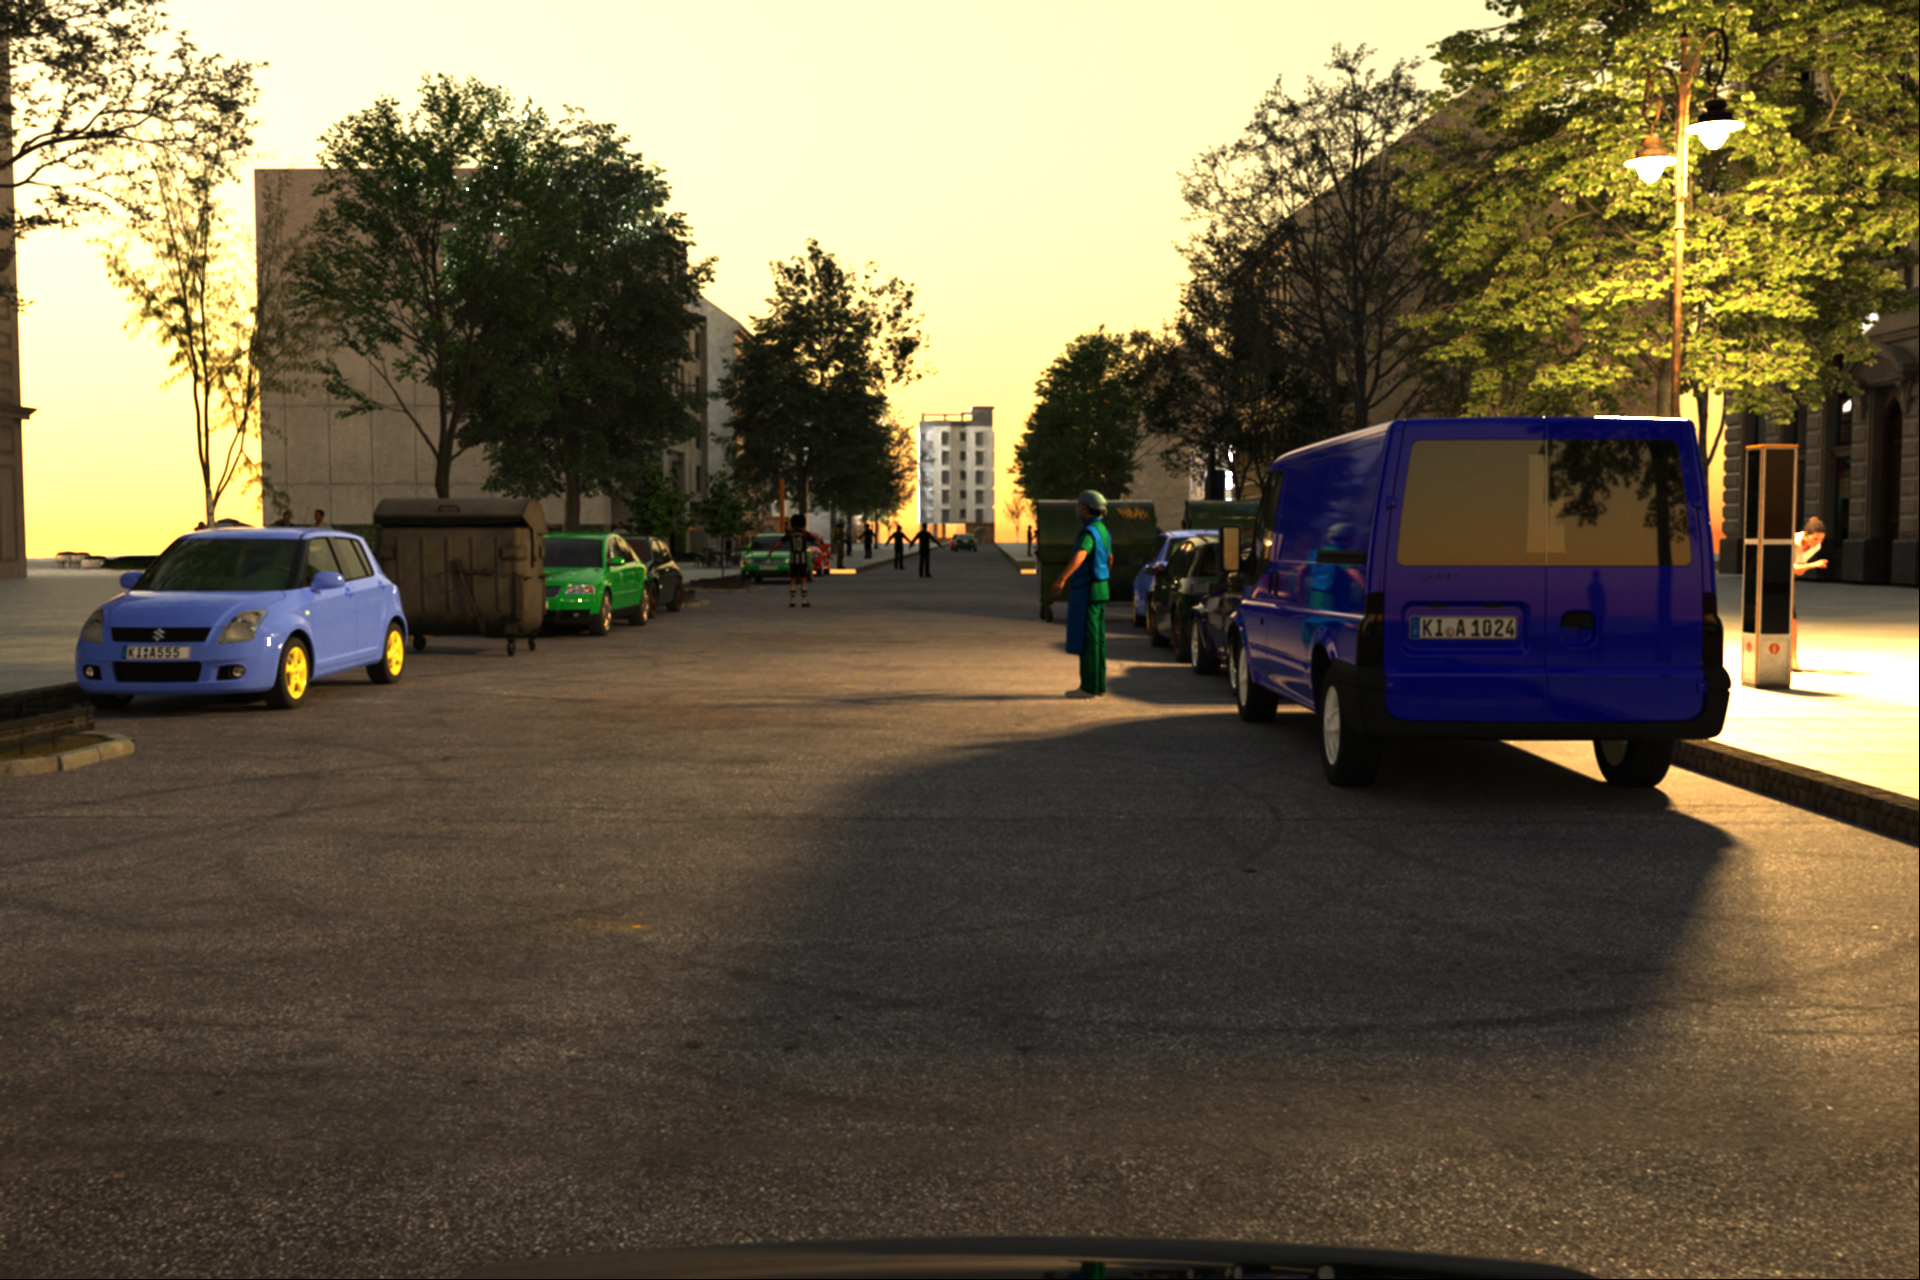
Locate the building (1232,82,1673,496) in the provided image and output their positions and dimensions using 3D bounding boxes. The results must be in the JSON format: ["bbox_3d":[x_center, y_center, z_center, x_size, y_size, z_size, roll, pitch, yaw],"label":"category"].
[{"bbox_3d":[25.358,-16.042,93.215,19.493,23.208,18.063,0,4,0],"label":"building"}]

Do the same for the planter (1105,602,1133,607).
[{"bbox_3d":[3.652,-0.849,35.019,1.991,0.319,1.994,0,4,1],"label":"planter"}]

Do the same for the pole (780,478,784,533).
[{"bbox_3d":[-6.482,-4.236,63.100,0.158,3.312,0.155,0,3,0],"label":"pole"}]

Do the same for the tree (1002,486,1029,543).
[{"bbox_3d":[8.905,-19.006,261.112,4.360,8.622,3.978,0,3,0],"label":"tree"}]

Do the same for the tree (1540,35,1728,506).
[{"bbox_3d":[28.029,-12.960,67.786,12.611,20.169,13.585,0,3,0],"label":"tree"}]

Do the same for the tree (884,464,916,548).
[{"bbox_3d":[-6.535,-13.080,164.222,4.737,8.622,4.395,0,3,0],"label":"tree"}]

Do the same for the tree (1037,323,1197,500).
[{"bbox_3d":[7.528,-9.689,84.173,9.928,11.665,9.643,0,3,0],"label":"tree"}]

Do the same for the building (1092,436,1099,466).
[{"bbox_3d":[26.809,-23.879,221.357,19.493,23.208,18.063,0,4,1],"label":"building"}]

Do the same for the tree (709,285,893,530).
[{"bbox_3d":[-8.099,-11.219,90.092,9.857,13.997,8.962,0,3,0],"label":"tree"}]

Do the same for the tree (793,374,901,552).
[{"bbox_3d":[-8.009,-12.525,122.912,7.486,12.596,7.792,0,3,0],"label":"tree"}]

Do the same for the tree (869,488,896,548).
[{"bbox_3d":[-7.484,-12.706,158.110,4.737,8.622,4.395,0,3,0],"label":"tree"}]

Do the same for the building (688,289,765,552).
[{"bbox_3d":[-25.439,-18.504,133.476,19.493,23.208,18.063,0,3,0],"label":"building"}]

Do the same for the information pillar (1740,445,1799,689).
[{"bbox_3d":[6.730,-0.607,14.414,0.304,2.012,0.304,0,4,0],"label":"information pillar"}]

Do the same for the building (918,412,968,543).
[{"bbox_3d":[-5.966,-24.570,260.594,11.380,20.090,16.016,0,4,8],"label":"building"}]

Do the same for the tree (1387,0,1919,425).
[{"bbox_3d":[9.400,-6.340,21.787,7.486,12.596,7.792,0,3,0],"label":"tree"}]

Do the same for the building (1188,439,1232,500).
[{"bbox_3d":[25.200,-12.407,144.998,9.099,9.664,28.070,0,4,1],"label":"building"}]

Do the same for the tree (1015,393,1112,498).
[{"bbox_3d":[7.851,-12.198,125.186,9.928,11.665,9.643,0,3,0],"label":"tree"}]

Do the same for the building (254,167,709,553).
[{"bbox_3d":[-25.429,-14.267,99.727,16.747,18.905,31.486,0,4,1],"label":"building"}]

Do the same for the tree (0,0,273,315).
[{"bbox_3d":[-12.151,-6.462,16.028,12.009,13.543,11.850,0,3,0],"label":"tree"}]

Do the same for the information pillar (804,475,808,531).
[{"bbox_3d":[-6.095,-4.733,68.734,0.183,3.616,0.504,0,4,1],"label":"information pillar"}]

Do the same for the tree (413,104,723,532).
[{"bbox_3d":[-12.026,-8.976,53.407,9.857,13.997,8.962,0,3,0],"label":"tree"}]

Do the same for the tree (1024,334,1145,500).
[{"bbox_3d":[7.096,-11.050,98.787,7.486,12.596,7.792,0,3,0],"label":"tree"}]

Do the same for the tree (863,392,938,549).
[{"bbox_3d":[-7.099,-14.554,148.331,12.009,13.543,11.850,0,3,0],"label":"tree"}]

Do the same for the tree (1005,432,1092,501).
[{"bbox_3d":[8.207,-14.356,160.471,9.928,11.665,9.643,0,3,0],"label":"tree"}]

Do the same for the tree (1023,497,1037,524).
[{"bbox_3d":[11.842,-18.601,254.484,4.360,8.622,3.978,0,3,0],"label":"tree"}]

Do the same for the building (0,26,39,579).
[{"bbox_3d":[-31.862,-13.839,38.283,10.469,25.551,25.511,0,3,0],"label":"building"}]

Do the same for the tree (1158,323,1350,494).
[{"bbox_3d":[12.529,-8.351,70.948,8.767,10.594,7.601,-2,4,-28],"label":"tree"}]

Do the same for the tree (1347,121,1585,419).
[{"bbox_3d":[9.531,-4.933,31.011,4.360,8.622,3.978,0,3,0],"label":"tree"}]

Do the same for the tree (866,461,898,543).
[{"bbox_3d":[-12.509,-20.583,254.658,7.486,12.596,7.792,0,3,0],"label":"tree"}]

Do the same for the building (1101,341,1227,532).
[{"bbox_3d":[25.975,-22.610,200.606,19.493,23.208,18.063,0,4,1],"label":"building"}]

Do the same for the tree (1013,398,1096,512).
[{"bbox_3d":[7.747,-13.723,142.493,7.486,12.596,7.792,0,3,0],"label":"tree"}]

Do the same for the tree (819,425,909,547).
[{"bbox_3d":[-7.541,-12.145,132.982,7.601,10.594,8.767,-1,4,-23],"label":"tree"}]

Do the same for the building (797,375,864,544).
[{"bbox_3d":[-22.828,-24.580,232.817,19.493,23.208,18.063,0,4,2],"label":"building"}]

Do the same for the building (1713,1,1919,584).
[{"bbox_3d":[27.243,-13.083,41.626,11.050,23.595,19.941,0,4,1],"label":"building"}]

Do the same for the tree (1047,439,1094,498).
[{"bbox_3d":[7.300,-9.753,109.829,4.360,8.622,3.978,0,3,0],"label":"tree"}]

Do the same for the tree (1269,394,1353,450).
[{"bbox_3d":[16.148,-8.035,81.728,4.360,8.622,3.978,0,3,0],"label":"tree"}]

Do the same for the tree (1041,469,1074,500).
[{"bbox_3d":[7.903,-11.108,131.982,4.737,8.622,4.395,0,3,0],"label":"tree"}]

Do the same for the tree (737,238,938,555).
[{"bbox_3d":[-7.652,-15.515,109.554,12.611,20.169,13.585,0,3,0],"label":"tree"}]

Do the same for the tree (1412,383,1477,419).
[{"bbox_3d":[22.909,-7.976,80.778,4.737,8.622,4.395,0,3,0],"label":"tree"}]

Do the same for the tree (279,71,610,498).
[{"bbox_3d":[-11.771,-6.956,39.482,9.928,11.665,9.643,0,3,0],"label":"tree"}]

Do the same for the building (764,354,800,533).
[{"bbox_3d":[-22.780,-19.771,179.671,16.016,20.090,11.380,0,4,2],"label":"building"}]

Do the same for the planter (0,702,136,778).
[{"bbox_3d":[-6.412,0.627,10.893,1.991,0.319,1.994,0,4,2],"label":"planter"}]

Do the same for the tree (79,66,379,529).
[{"bbox_3d":[-12.428,-4.756,28.122,4.360,8.622,3.978,0,3,0],"label":"tree"}]
